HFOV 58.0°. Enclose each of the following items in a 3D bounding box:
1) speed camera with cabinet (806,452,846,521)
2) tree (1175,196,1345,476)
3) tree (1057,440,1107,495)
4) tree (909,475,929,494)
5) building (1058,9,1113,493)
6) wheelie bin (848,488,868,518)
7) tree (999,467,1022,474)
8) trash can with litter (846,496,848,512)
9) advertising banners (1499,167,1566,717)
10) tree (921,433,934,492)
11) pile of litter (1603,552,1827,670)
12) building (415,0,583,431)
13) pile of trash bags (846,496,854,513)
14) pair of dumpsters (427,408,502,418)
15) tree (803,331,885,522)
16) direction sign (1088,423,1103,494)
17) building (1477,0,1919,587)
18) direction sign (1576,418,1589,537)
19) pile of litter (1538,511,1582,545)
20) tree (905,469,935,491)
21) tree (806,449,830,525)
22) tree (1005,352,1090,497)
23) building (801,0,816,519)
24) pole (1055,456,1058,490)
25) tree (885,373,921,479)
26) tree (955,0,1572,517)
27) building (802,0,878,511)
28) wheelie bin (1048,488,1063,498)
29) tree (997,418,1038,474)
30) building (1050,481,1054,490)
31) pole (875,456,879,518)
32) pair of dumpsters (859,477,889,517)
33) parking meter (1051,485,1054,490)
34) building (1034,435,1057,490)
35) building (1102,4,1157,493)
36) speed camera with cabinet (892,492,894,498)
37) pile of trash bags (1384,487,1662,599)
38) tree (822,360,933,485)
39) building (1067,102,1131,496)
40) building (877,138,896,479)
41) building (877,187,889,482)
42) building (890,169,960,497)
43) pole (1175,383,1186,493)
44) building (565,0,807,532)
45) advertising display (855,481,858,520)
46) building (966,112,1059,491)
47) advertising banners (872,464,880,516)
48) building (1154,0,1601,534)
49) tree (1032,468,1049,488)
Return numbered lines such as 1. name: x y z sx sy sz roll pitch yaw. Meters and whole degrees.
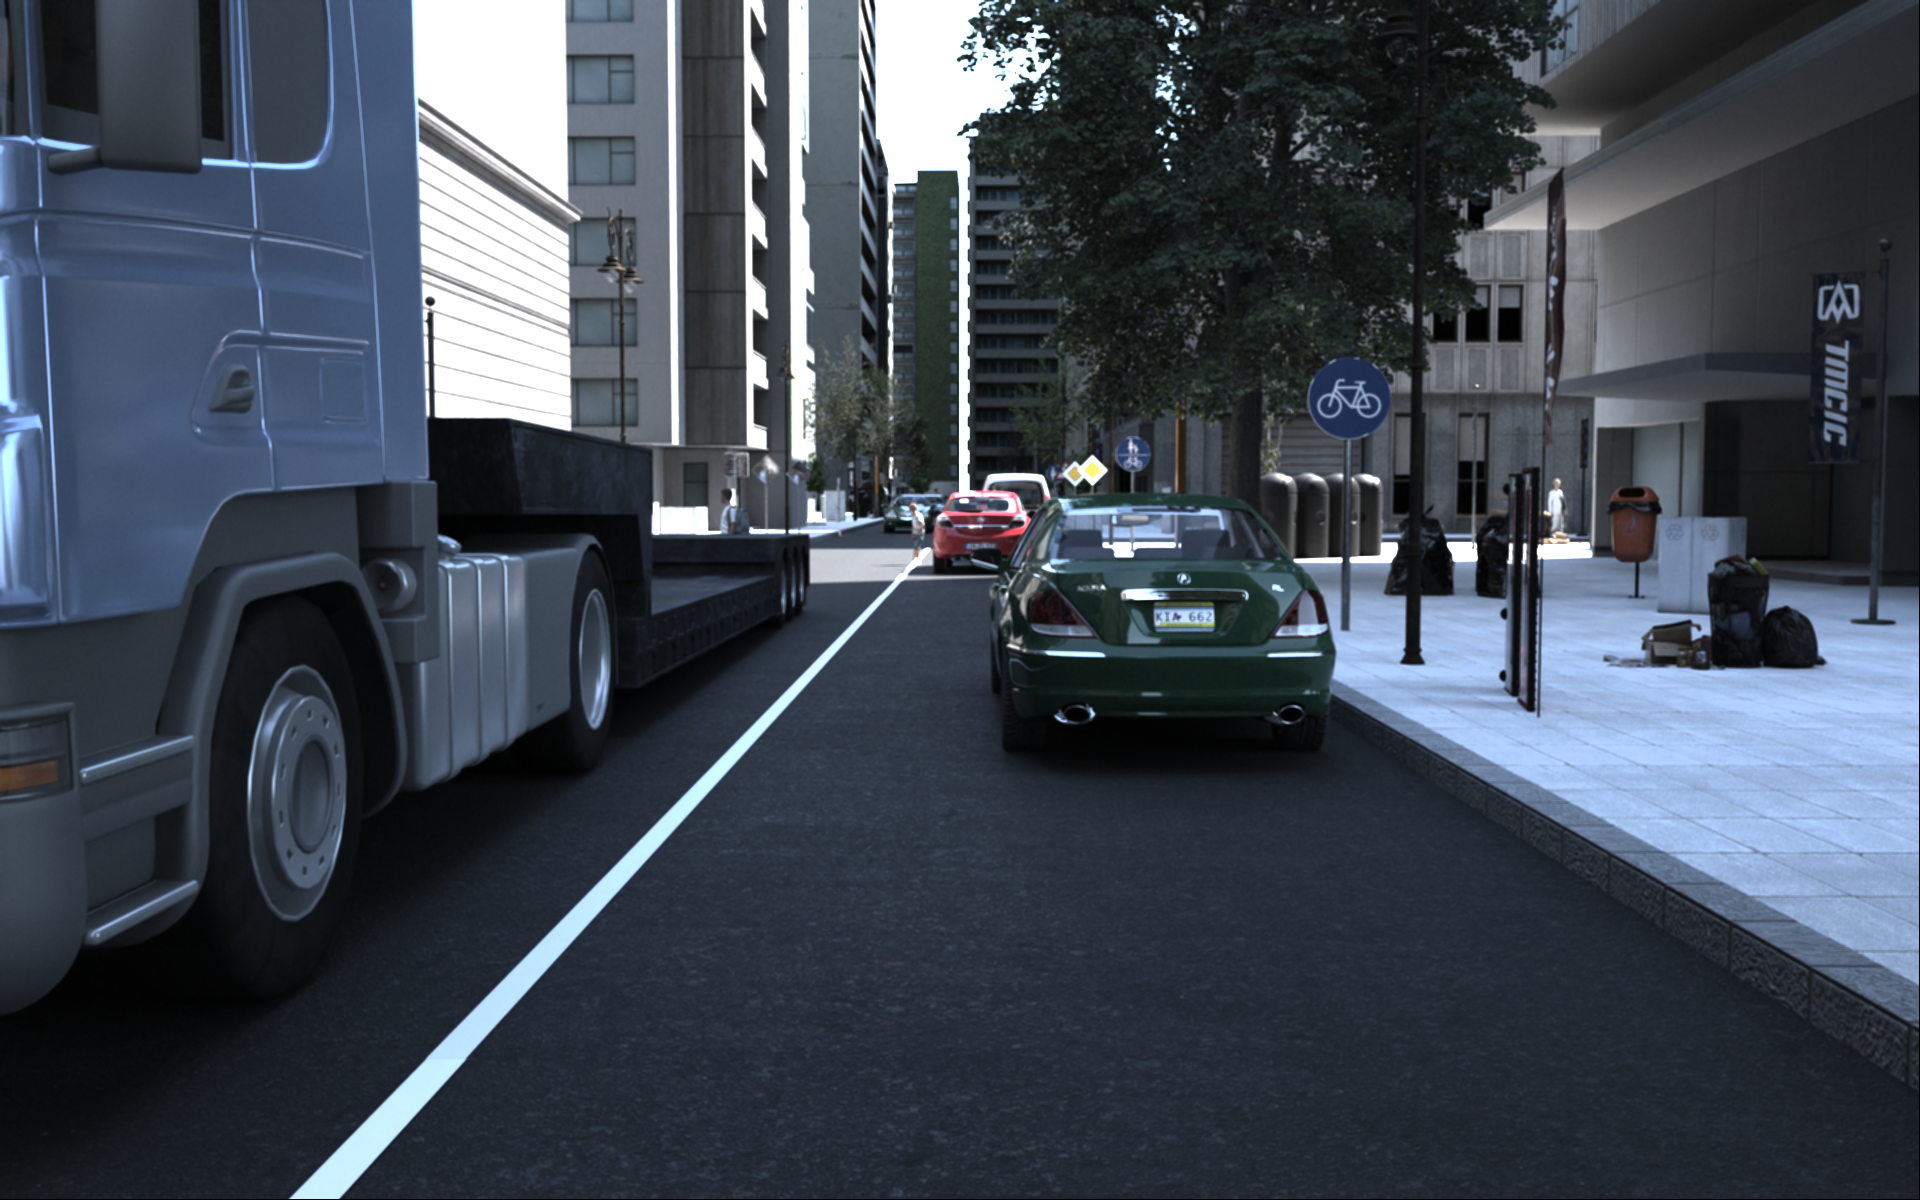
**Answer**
1. speed camera with cabinet: -6.489 -5.398 82.597 2.038 3.252 0.660 -1 4 -10
2. tree: 7.029 -5.506 40.390 4.360 8.622 3.978 0 3 0
3. tree: 4.569 -4.148 62.419 1.663 3.219 1.824 0 3 0
4. tree: -4.098 -10.942 173.504 1.663 3.219 1.824 0 3 0
5. building: 14.964 -27.942 140.444 14.154 41.232 14.086 0 4 1
6. wheelie bin: -5.355 -5.228 93.389 0.980 1.594 0.693 -3 4 -38
7. tree: 5.908 -13.489 204.266 4.285 4.588 4.351 0 3 0
8. trash can with litter: -8.011 -6.365 115.452 1.055 1.170 0.624 2 4 33
9. advertising banners: 3.417 -0.867 10.364 0.090 3.025 2.074 1 4 11
10. tree: -4.530 -14.374 185.375 4.360 8.622 3.978 0 3 0
11. pile of litter: 5.720 0.052 13.117 1.719 0.858 1.176 1 4 10
12. building: -20.673 -11.763 34.132 24.055 21.916 13.314 0 4 1
13. pile of trash bags: -6.536 -6.620 117.995 1.912 1.369 3.447 -3 5 -43
14. pair of dumpsters: -5.740 -0.965 18.269 1.574 2.255 4.437 0 4 1
15. tree: -5.551 -7.832 78.413 4.360 8.622 3.978 0 3 0
16. direction sign: 4.278 -3.874 55.330 0.379 3.537 0.876 -1 4 -18
17. building: 23.847 -26.437 21.484 28.713 52.752 27.495 0 4 1
18. direction sign: 18.840 -3.690 52.325 0.379 3.537 0.876 1 4 8
19. pile of litter: 14.932 -1.831 43.903 1.719 0.858 1.176 1 4 12
20. tree: -4.579 -13.219 199.837 4.285 4.588 4.351 0 3 0
21. tree: -5.992 -4.739 72.091 1.663 3.219 1.824 0 3 0
22. tree: 4.616 -8.366 87.151 4.737 8.622 4.395 0 3 0
23. building: -18.799 -47.837 94.814 22.319 86.520 31.000 0 4 1
24. pole: 5.081 -5.962 91.320 0.158 3.312 0.155 0 3 0
25. tree: -4.705 -9.503 105.741 4.360 8.622 3.978 0 3 0
26. tree: 4.110 -7.246 25.134 9.857 13.997 8.962 0 3 0
27. building: -17.835 -31.426 137.514 21.300 48.544 21.600 0 4 1
28. wheelie bin: 5.159 -5.225 93.342 0.693 1.594 0.980 -3 4 -38
29. tree: 5.388 -13.022 163.268 4.360 8.622 3.978 0 3 0
30. building: 18.865 -43.948 156.801 20.563 71.187 20.611 0 4 1
31. pole: -4.421 -6.032 92.471 0.158 3.312 0.155 0 3 0
32. pair of dumpsters: -4.836 -5.759 96.651 1.574 2.255 4.437 0 4 0
33. parking meter: 5.897 -6.288 108.524 0.399 1.863 0.255 -3 5 -42
34. building: 19.522 -53.221 182.837 22.319 86.520 31.000 0 4 1
35. building: 14.562 -17.578 80.916 14.314 27.812 24.014 0 4 1
36. speed camera with cabinet: -5.859 -8.136 127.352 2.038 3.252 0.660 0 4 1
37. pile of trash bags: 7.061 -0.746 21.944 3.447 1.369 1.912 2 4 33
38. tree: -5.301 -11.353 120.036 7.601 10.594 8.767 2 4 28
39. building: 17.253 -18.681 109.956 19.350 26.468 34.151 0 4 1
40. building: -19.045 -30.117 184.297 23.993 40.220 32.217 0 4 1
41. building: -13.779 -23.520 156.250 14.160 30.474 14.107 0 4 1
42. building: -6.962 -32.852 220.720 14.086 41.232 14.154 0 4 1
43. pole: 3.998 -2.297 31.391 0.158 3.312 0.155 0 3 0
44. building: -13.200 -23.068 60.764 14.154 41.232 14.086 0 4 1
45. advertising display: -5.125 -4.913 85.546 0.123 1.923 0.974 0 4 1
46. building: 11.661 -36.666 223.183 21.600 48.544 21.300 0 4 1
47. advertising banners: -4.973 -6.455 101.729 0.090 3.025 2.074 1 4 12
48. building: 17.369 -14.819 60.316 19.932 24.808 12.078 0 4 1
49. tree: 5.745 -8.221 129.021 1.663 3.219 1.824 0 3 0
